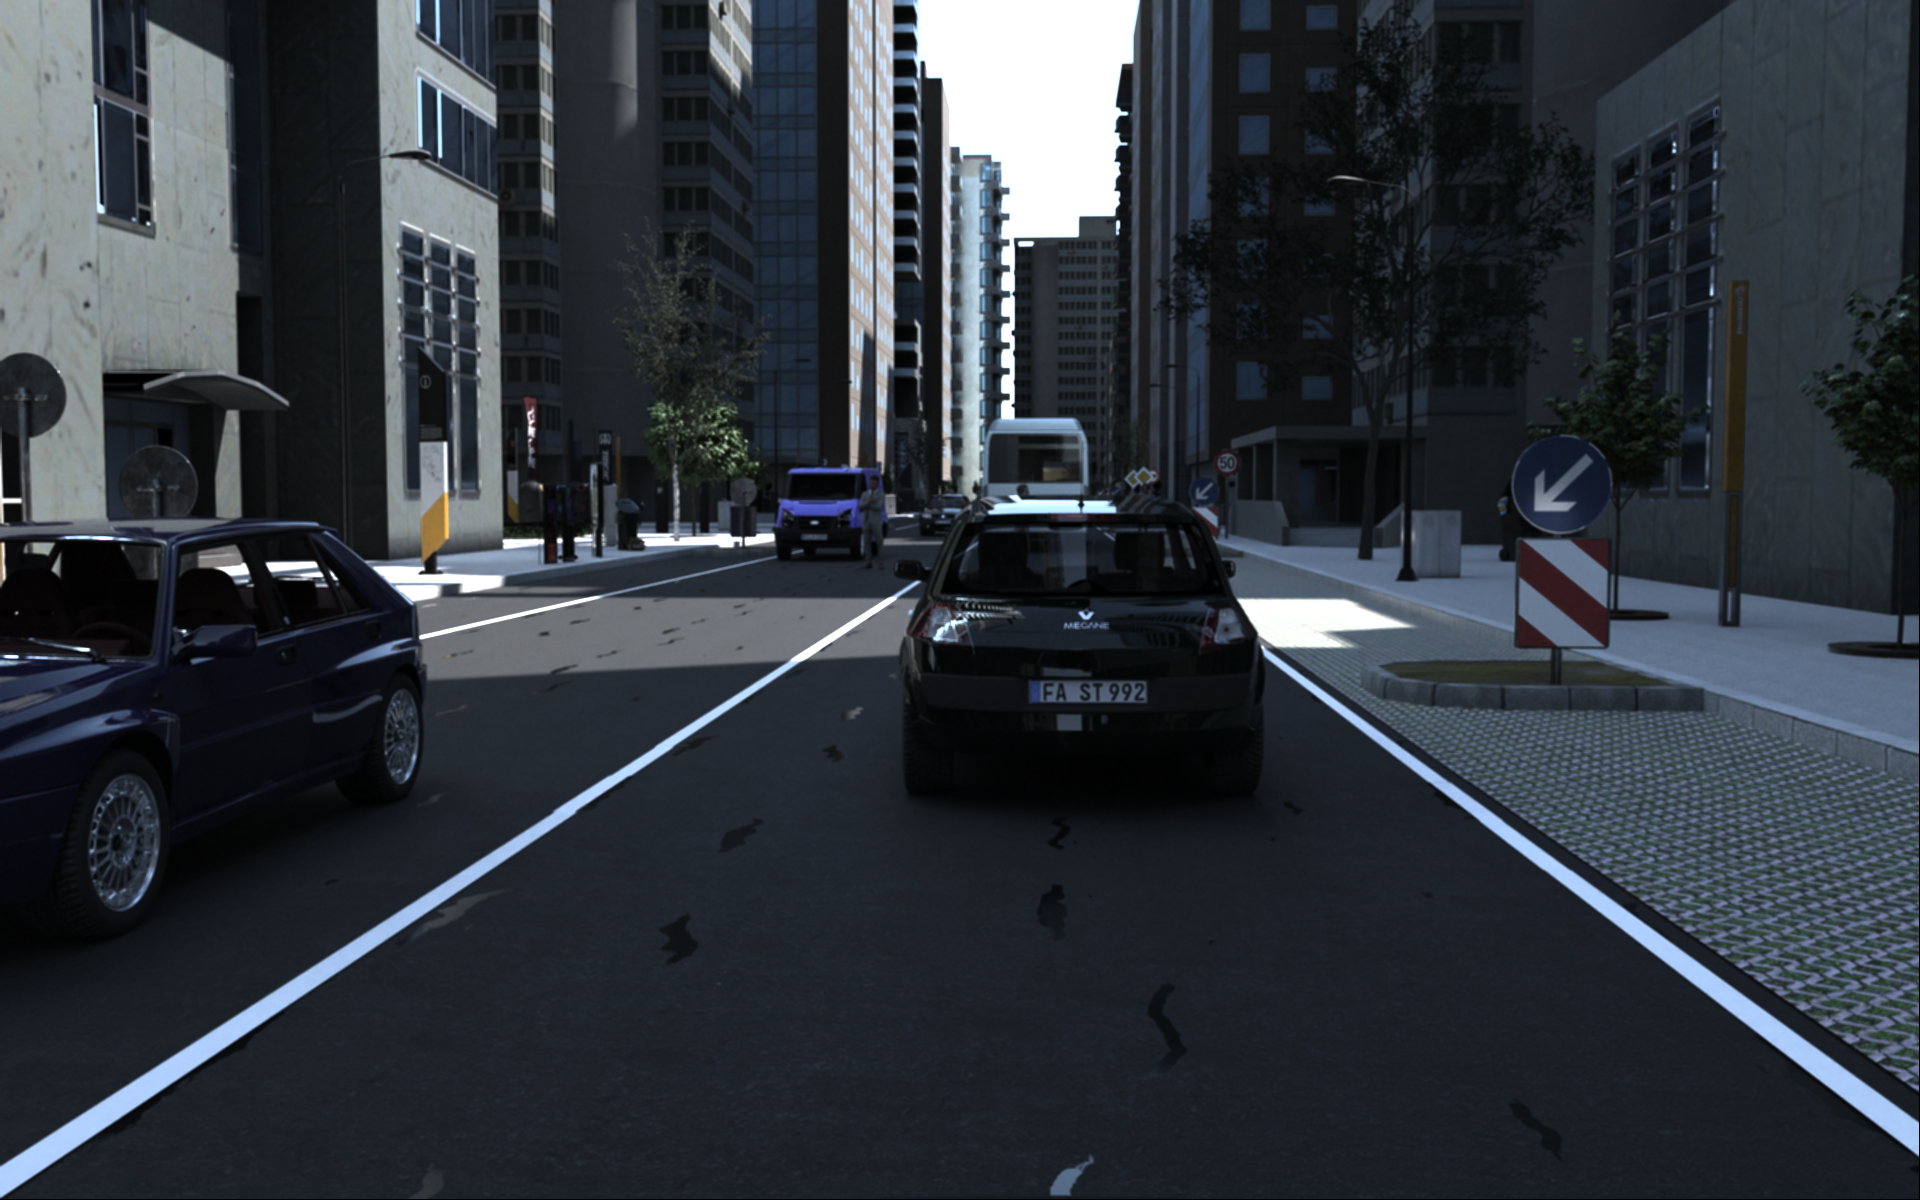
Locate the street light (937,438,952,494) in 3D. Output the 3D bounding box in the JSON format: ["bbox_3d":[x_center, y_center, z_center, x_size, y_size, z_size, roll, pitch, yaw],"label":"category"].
[{"bbox_3d":[-1.331,-10.391,142.437,1.470,5.913,1.316,0,4,3],"label":"street light"}]

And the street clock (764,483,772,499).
[{"bbox_3d":[-10.702,-5.614,96.354,0.471,2.002,0.358,-1,4,-21],"label":"street clock"}]

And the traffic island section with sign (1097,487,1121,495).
[{"bbox_3d":[8.385,-5.292,95.159,1.989,1.847,2.006,0,4,3],"label":"traffic island section with sign"}]

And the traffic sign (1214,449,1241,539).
[{"bbox_3d":[7.618,-3.018,49.447,0.768,2.556,0.104,0,4,5],"label":"traffic sign"}]

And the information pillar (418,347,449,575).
[{"bbox_3d":[-8.375,-2.212,27.518,0.504,3.616,0.183,1,4,22],"label":"information pillar"}]

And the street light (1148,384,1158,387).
[{"bbox_3d":[8.631,-6.151,73.111,1.470,5.913,1.316,0,4,3],"label":"street light"}]

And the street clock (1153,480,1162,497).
[{"bbox_3d":[10.458,-5.335,91.802,0.358,2.002,0.471,-2,4,-32],"label":"street clock"}]

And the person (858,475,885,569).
[{"bbox_3d":[-1.693,-1.503,33.259,0.511,1.800,0.466,0,4,7],"label":"person"}]

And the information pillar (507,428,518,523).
[{"bbox_3d":[-15.848,-4.283,61.382,0.504,3.616,0.183,3,4,37],"label":"information pillar"}]

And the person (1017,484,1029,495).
[{"bbox_3d":[1.069,-1.189,29.751,0.330,1.601,0.589,2,4,27],"label":"person"}]

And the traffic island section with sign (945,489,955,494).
[{"bbox_3d":[-0.655,-6.998,123.053,1.989,1.847,2.006,0,4,3],"label":"traffic island section with sign"}]

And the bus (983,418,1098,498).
[{"bbox_3d":[2.370,-3.287,48.607,2.948,3.499,13.247,0,4,5],"label":"bus"}]

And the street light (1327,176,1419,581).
[{"bbox_3d":[6.071,-3.237,25.473,1.470,5.913,1.316,0,4,3],"label":"street light"}]

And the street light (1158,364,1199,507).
[{"bbox_3d":[7.974,-5.474,62.037,1.470,5.913,1.316,0,4,3],"label":"street light"}]

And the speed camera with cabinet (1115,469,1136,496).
[{"bbox_3d":[12.943,-8.628,135.404,0.660,3.252,2.038,3,5,40],"label":"speed camera with cabinet"}]

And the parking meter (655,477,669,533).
[{"bbox_3d":[-9.869,-3.154,57.285,0.399,1.863,0.255,1,4,21],"label":"parking meter"}]

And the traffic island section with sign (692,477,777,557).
[{"bbox_3d":[-5.085,-1.945,40.432,1.989,1.847,2.006,0,4,3],"label":"traffic island section with sign"}]

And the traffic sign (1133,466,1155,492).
[{"bbox_3d":[6.591,-3.579,62.160,0.795,2.450,0.064,0,4,3],"label":"traffic sign"}]

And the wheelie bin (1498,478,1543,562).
[{"bbox_3d":[10.753,-1.534,32.993,0.980,1.594,0.693,-1,4,-19],"label":"wheelie bin"}]

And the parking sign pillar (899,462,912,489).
[{"bbox_3d":[-4.558,-9.518,144.083,1.447,3.967,1.447,2,4,34],"label":"parking sign pillar"}]

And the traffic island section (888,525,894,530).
[{"bbox_3d":[-3.784,-2.967,70.792,2.009,0.180,2.903,0,4,3],"label":"traffic island section"}]

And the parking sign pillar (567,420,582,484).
[{"bbox_3d":[-14.112,-4.579,63.343,1.447,3.967,1.447,-1,4,-17],"label":"parking sign pillar"}]

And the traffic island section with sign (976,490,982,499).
[{"bbox_3d":[1.976,-10.016,172.389,1.989,1.847,2.006,0,4,3],"label":"traffic island section with sign"}]

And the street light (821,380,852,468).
[{"bbox_3d":[-5.093,-6.010,70.798,1.470,5.913,1.316,0,4,3],"label":"street light"}]

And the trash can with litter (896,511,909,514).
[{"bbox_3d":[-4.068,-6.319,114.368,2.233,1.210,1.678,-1,4,-15],"label":"trash can with litter"}]

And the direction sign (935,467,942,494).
[{"bbox_3d":[-1.819,-9.398,145.654,0.379,3.537,0.876,-3,5,-40],"label":"direction sign"}]

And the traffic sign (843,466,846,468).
[{"bbox_3d":[-4.186,-3.615,62.755,0.795,2.450,0.064,0,4,3],"label":"traffic sign"}]

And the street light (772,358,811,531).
[{"bbox_3d":[-5.778,-5.312,59.388,1.470,5.913,1.316,0,4,3],"label":"street light"}]

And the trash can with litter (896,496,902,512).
[{"bbox_3d":[-4.433,-6.557,118.592,0.624,1.170,1.055,1,4,17],"label":"trash can with litter"}]

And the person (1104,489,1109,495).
[{"bbox_3d":[9.562,-6.258,111.168,0.716,1.782,0.532,1,4,16],"label":"person"}]

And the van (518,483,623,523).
[{"bbox_3d":[-15.008,-3.639,66.505,4.112,2.044,2.013,0,4,3],"label":"van"}]

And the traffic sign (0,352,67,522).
[{"bbox_3d":[-8.415,-0.948,15.605,0.768,2.556,0.104,0,4,5],"label":"traffic sign"}]

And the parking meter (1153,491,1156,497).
[{"bbox_3d":[10.923,-5.495,98.256,0.372,1.533,0.369,0,3,0],"label":"parking meter"}]

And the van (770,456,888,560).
[{"bbox_3d":[-2.886,-2.133,39.266,2.240,2.365,5.245,0,4,4],"label":"van"}]

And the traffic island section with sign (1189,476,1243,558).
[{"bbox_3d":[5.427,-1.903,39.736,1.989,1.847,2.006,0,4,3],"label":"traffic island section with sign"}]

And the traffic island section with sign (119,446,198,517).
[{"bbox_3d":[-6.527,-0.299,13.515,1.989,1.847,2.006,0,4,3],"label":"traffic island section with sign"}]

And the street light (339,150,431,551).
[{"bbox_3d":[-7.828,-3.119,23.543,1.470,5.913,1.316,0,4,3],"label":"street light"}]

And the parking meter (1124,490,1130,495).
[{"bbox_3d":[11.421,-6.739,118.588,0.372,1.533,0.369,0,3,0],"label":"parking meter"}]

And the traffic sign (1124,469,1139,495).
[{"bbox_3d":[7.018,-4.067,70.134,0.795,2.450,0.064,0,4,3],"label":"traffic sign"}]

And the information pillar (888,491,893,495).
[{"bbox_3d":[-5.094,-7.458,126.433,0.304,2.012,0.304,3,5,39],"label":"information pillar"}]

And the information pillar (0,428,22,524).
[{"bbox_3d":[-9.007,-0.723,16.312,0.304,2.012,0.304,2,4,23],"label":"information pillar"}]

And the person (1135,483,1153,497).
[{"bbox_3d":[5.797,-2.836,55.219,0.716,1.782,0.532,0,4,7],"label":"person"}]

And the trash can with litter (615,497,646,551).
[{"bbox_3d":[-7.450,-1.718,39.482,0.624,1.170,1.055,-2,4,-34],"label":"trash can with litter"}]

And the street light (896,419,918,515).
[{"bbox_3d":[-3.270,-8.212,106.804,1.470,5.913,1.316,0,4,3],"label":"street light"}]

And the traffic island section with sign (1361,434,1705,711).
[{"bbox_3d":[3.951,-0.227,12.345,1.989,1.847,2.006,0,4,3],"label":"traffic island section with sign"}]

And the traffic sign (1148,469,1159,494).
[{"bbox_3d":[9.619,-5.309,86.908,0.768,2.556,0.104,0,4,7],"label":"traffic sign"}]

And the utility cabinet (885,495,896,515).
[{"bbox_3d":[-4.375,-5.680,104.035,1.020,1.237,0.306,0,4,-8],"label":"utility cabinet"}]

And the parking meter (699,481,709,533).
[{"bbox_3d":[-8.473,-3.160,57.380,0.255,1.863,0.399,-1,4,-19],"label":"parking meter"}]

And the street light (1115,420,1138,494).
[{"bbox_3d":[10.576,-8.330,108.744,1.470,5.913,1.316,0,4,3],"label":"street light"}]

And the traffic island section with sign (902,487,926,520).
[{"bbox_3d":[-2.137,-5.321,95.628,1.989,1.847,2.006,0,4,3],"label":"traffic island section with sign"}]
